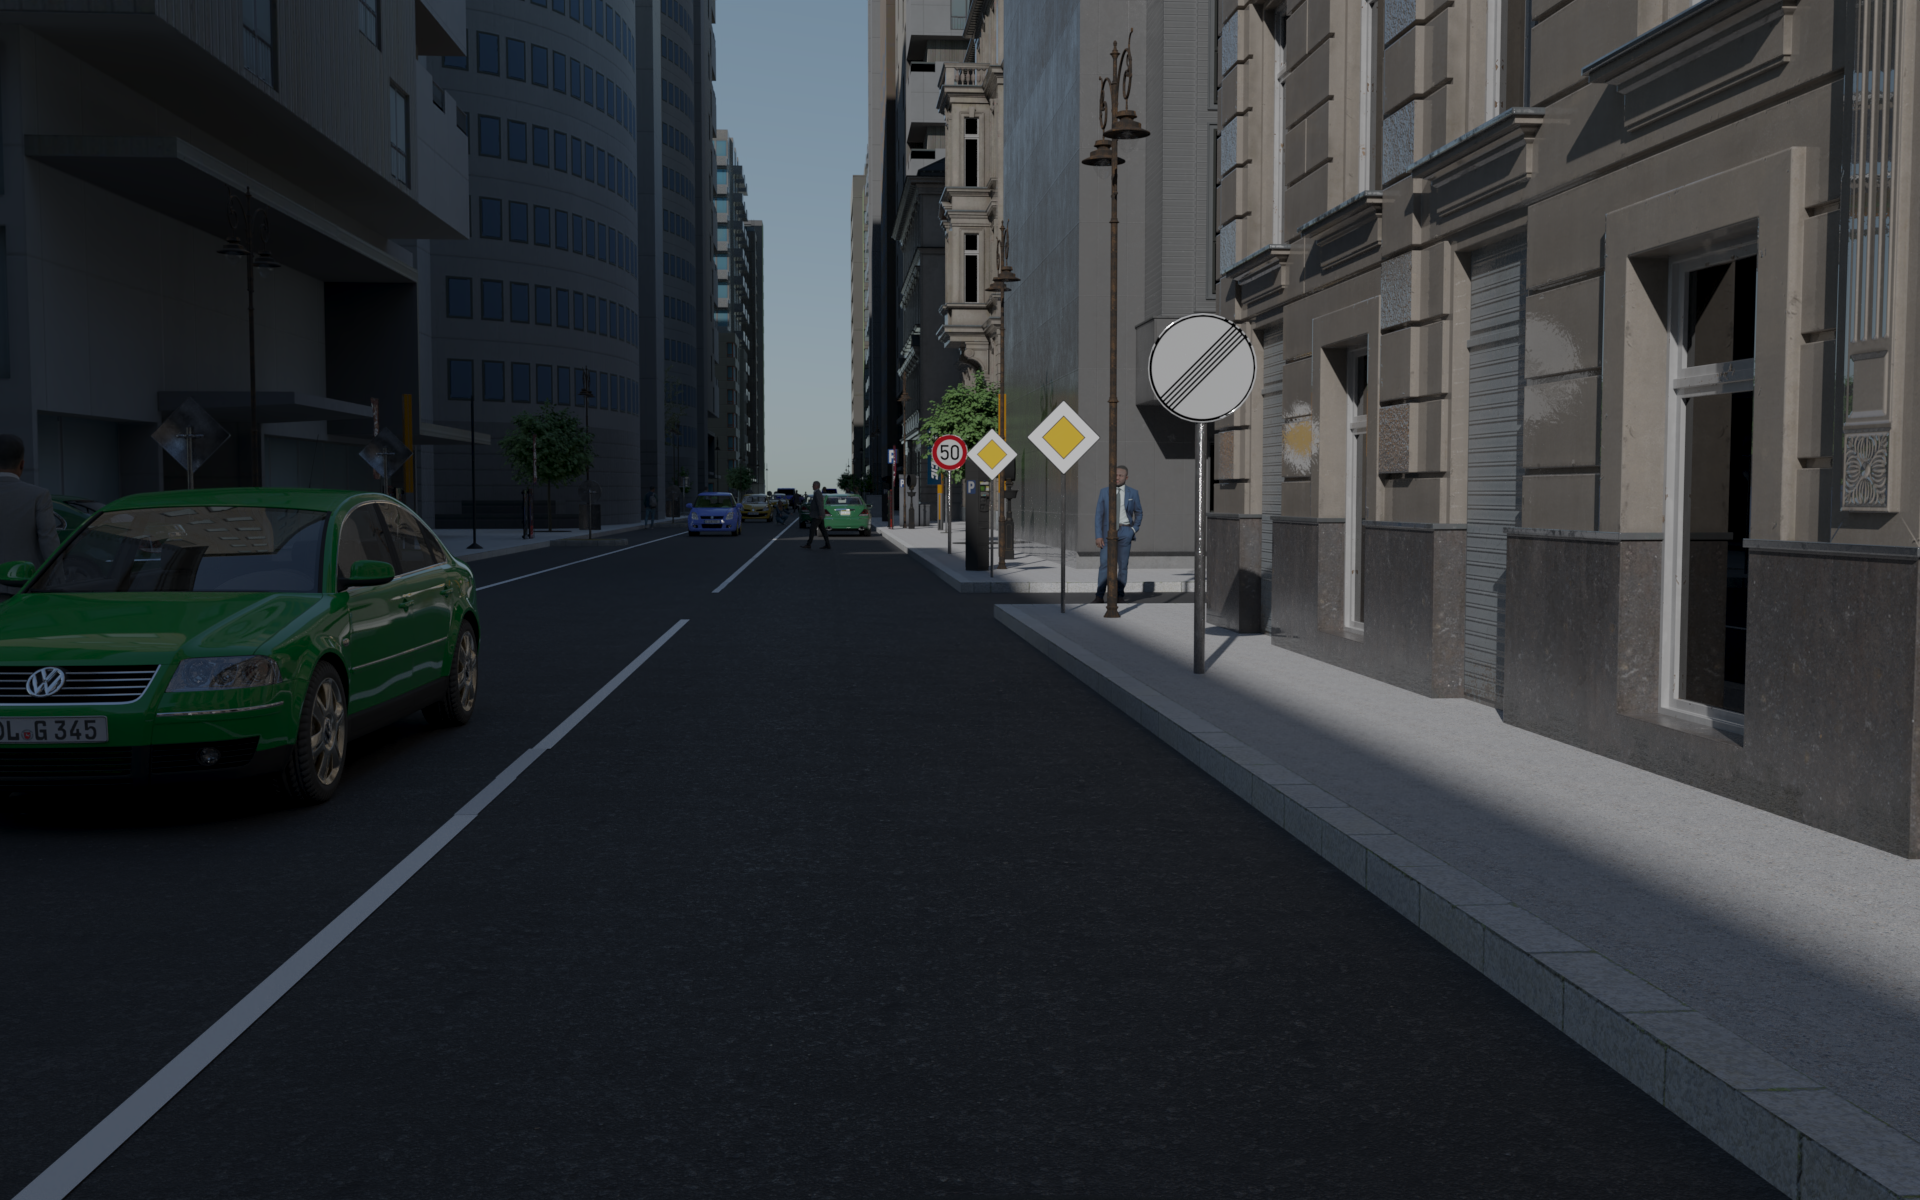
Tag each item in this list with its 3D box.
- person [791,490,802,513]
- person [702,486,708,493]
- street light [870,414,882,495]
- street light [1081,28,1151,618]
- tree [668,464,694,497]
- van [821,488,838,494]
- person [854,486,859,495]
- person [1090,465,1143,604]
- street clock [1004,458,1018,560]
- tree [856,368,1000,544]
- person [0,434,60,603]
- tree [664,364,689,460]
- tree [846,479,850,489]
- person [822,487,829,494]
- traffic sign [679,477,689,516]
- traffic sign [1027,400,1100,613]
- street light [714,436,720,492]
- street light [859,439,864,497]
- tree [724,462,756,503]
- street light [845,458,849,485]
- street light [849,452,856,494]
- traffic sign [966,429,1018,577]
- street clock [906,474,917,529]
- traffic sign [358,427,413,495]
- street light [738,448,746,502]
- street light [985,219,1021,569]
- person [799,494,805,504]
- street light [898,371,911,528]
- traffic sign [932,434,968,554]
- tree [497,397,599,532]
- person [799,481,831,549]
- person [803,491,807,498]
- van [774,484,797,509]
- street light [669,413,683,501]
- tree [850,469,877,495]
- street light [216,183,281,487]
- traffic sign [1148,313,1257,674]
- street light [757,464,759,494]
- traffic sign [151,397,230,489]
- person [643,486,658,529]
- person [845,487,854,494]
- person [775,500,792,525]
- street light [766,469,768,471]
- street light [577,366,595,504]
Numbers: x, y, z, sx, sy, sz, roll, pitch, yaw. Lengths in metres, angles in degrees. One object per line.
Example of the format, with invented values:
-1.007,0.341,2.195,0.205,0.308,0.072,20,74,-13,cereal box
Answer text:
-12.644,-7.621,133.652,0.990,1.755,0.434,-2,4,-27,person
-12.506,-4.689,85.262,0.391,1.810,0.635,-3,5,-45,person
-4.793,-7.819,100.633,0.468,5.910,1.993,0,4,-4,street light
1.581,-2.755,17.830,0.468,5.910,1.993,0,4,-4,street light
-17.425,-7.023,109.427,1.663,3.219,1.824,0,3,0,tree
-14.273,-11.248,188.285,2.240,2.365,5.245,0,4,-6,van
-4.705,-4.242,78.194,0.374,1.781,0.599,0,4,7,person
2.007,-0.837,22.360,0.721,1.800,0.419,0,4,-3,person
0.963,-1.790,33.841,0.358,2.002,0.471,0,4,6,street clock
0.448,-3.730,44.705,4.285,4.588,4.351,0,3,0,tree
-5.695,-0.097,10.358,0.678,1.792,0.850,-1,4,-17,person
-16.660,-8.779,93.894,4.360,8.622,3.978,0,3,0,tree
-12.445,-12.430,197.837,1.663,3.219,1.824,0,3,0,tree
-6.067,-4.233,78.136,0.576,1.772,0.534,-2,4,-32,person
-16.082,-6.043,100.940,0.606,2.300,0.079,0,4,4,traffic sign
1.108,-0.917,18.629,0.795,2.450,0.064,0,4,-4,traffic sign
-19.364,-10.132,138.447,0.468,5.910,1.993,0,4,-4,street light
-8.086,-10.346,141.947,0.468,5.910,1.993,0,4,-4,street light
-22.534,-11.862,177.656,4.285,4.588,4.351,0,3,0,tree
-14.391,-15.356,223.852,0.468,5.910,1.993,0,4,-4,street light
-11.569,-13.183,188.321,0.468,5.910,1.993,0,4,-4,street light
0.489,-1.404,26.591,0.795,2.450,0.064,0,4,-4,traffic sign
-1.774,-3.601,63.451,0.358,2.002,0.471,-2,4,-24,street clock
-8.580,-1.362,25.908,0.795,2.450,0.064,0,4,-4,traffic sign
-22.024,-12.306,173.991,0.468,5.910,1.993,0,4,-4,street light
0.717,-3.464,29.421,0.468,5.910,1.993,0,4,-4,street light
-11.125,-6.753,122.152,0.421,1.427,0.697,-3,5,-41,person
-2.080,-5.646,65.093,0.468,5.910,1.993,0,4,-4,street light
-0.222,-2.261,37.072,0.768,2.556,0.104,0,4,-3,traffic sign
-13.969,-4.591,58.784,4.285,4.588,4.351,0,3,0,tree
-3.787,-2.219,45.176,0.834,1.777,0.661,-1,4,-11,person
-17.905,-11.753,201.367,1.217,1.736,0.721,-2,4,-24,person
-16.321,-9.704,163.041,2.240,2.365,5.245,0,4,-3,van
-16.286,-7.699,98.669,0.468,5.910,1.993,0,4,-4,street light
-6.415,-7.879,123.431,1.663,3.219,1.824,0,3,0,tree
-10.684,-3.265,26.170,0.468,5.910,1.993,0,4,-4,street light
1.710,-0.746,12.308,0.768,2.556,0.104,0,4,2,traffic sign
-25.718,-15.162,220.684,0.468,5.910,1.993,0,4,-4,street light
-7.960,-0.875,17.947,0.795,2.450,0.064,0,4,-4,traffic sign
-12.703,-3.812,71.172,0.623,1.781,0.721,0,4,-7,person
-5.898,-5.151,92.981,0.793,1.790,0.793,3,5,44,person
-8.247,-4.094,80.931,0.738,1.151,1.012,3,5,43,person
-28.639,-17.383,256.993,0.468,5.910,1.993,0,4,-4,street light
-13.437,-5.484,62.449,0.468,5.910,1.993,0,4,-4,street light
